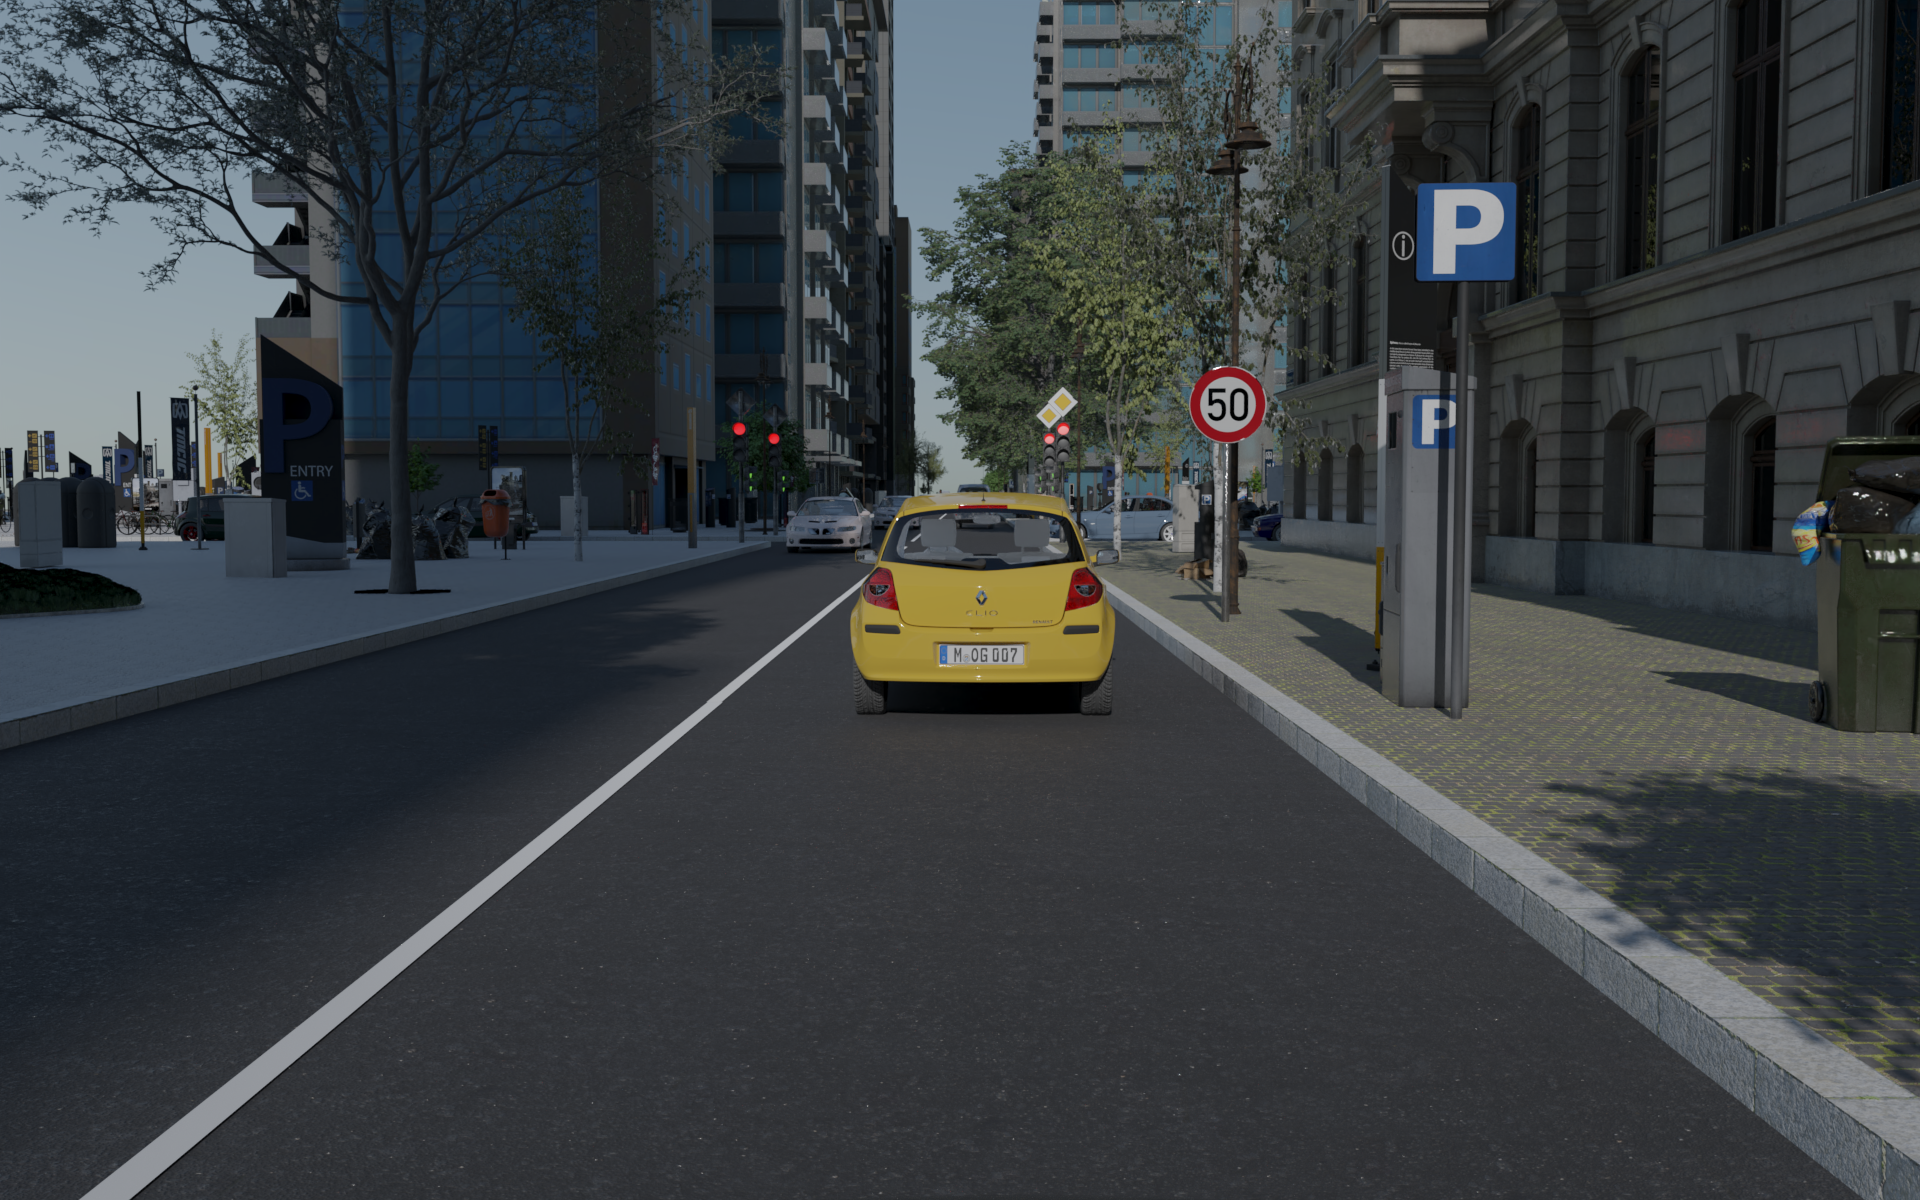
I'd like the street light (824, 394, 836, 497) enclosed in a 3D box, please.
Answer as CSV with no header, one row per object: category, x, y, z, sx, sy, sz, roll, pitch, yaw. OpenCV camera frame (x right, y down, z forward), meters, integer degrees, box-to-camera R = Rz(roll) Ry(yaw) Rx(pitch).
street light,-6.034,-6.575,80.290,0.468,5.910,1.993,0,4,0

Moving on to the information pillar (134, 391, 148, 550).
information pillar,-18.747,-2.953,39.644,0.183,3.616,0.504,-2,4,-24

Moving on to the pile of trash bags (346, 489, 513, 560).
pile of trash bags,-10.233,-1.493,34.160,3.447,1.369,1.912,2,4,26

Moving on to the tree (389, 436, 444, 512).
tree,-18.169,-3.883,58.095,1.663,3.219,1.824,0,3,0

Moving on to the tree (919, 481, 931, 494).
tree,-5.367,-15.878,254.201,1.663,3.219,1.824,0,3,0

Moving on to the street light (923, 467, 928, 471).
street light,-4.998,-16.306,239.387,0.468,5.910,1.993,0,4,0

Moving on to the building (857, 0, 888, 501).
building,-21.960,-35.611,171.480,28.713,52.752,27.495,0,4,0

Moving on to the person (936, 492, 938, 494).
person,-3.114,-14.208,241.516,0.721,1.736,1.217,2,4,33

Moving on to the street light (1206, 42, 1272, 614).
street light,2.920,-2.787,18.354,0.468,5.910,1.993,0,4,0

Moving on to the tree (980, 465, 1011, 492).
tree,4.281,-12.894,194.522,4.285,4.588,4.351,0,3,0

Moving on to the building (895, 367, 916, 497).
building,-20.724,-24.807,250.625,27.650,21.520,28.899,0,4,0

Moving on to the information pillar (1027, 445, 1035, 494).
information pillar,3.008,-5.020,73.435,0.183,3.616,0.504,2,4,35

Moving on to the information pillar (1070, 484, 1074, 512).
information pillar,8.064,-7.363,124.882,0.304,2.012,0.304,1,4,8

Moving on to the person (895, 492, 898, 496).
person,-7.715,-12.123,207.438,1.217,1.736,0.721,0,4,1

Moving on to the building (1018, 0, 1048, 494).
building,17.441,-53.379,185.411,22.319,86.520,31.000,0,4,0

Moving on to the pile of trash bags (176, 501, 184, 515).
pile of trash bags,-41.675,-4.883,89.592,3.447,1.369,1.912,1,4,10

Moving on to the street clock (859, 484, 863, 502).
street clock,-6.958,-7.157,121.588,0.358,2.002,0.471,1,4,10

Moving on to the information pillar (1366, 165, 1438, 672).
information pillar,3.229,-1.297,12.559,0.504,3.616,0.183,-2,4,-28

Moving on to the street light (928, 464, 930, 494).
street light,-4.828,-17.887,265.241,0.468,5.910,1.993,0,4,0

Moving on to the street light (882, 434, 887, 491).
street light,-5.631,-9.639,130.380,0.468,5.910,1.993,0,4,0

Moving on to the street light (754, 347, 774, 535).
street light,-6.147,-4.994,54.436,0.468,5.910,1.993,0,4,0

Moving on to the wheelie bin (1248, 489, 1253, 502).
wheelie bin,17.128,-5.885,104.125,0.980,1.594,0.693,-3,4,-38

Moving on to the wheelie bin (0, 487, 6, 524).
wheelie bin,-40.146,-3.920,71.992,0.693,1.594,0.980,2,4,32

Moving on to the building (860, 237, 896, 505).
building,-14.555,-25.773,193.092,14.160,30.474,14.107,0,4,0

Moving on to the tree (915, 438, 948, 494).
tree,-5.566,-21.557,286.871,8.767,10.594,7.601,3,4,36

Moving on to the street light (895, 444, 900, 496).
street light,-5.591,-11.220,156.235,0.468,5.910,1.993,0,4,0

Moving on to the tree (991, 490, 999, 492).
tree,4.411,-13.306,212.156,1.663,3.219,1.824,0,3,0

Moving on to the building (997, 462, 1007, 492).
building,12.944,-31.157,281.121,14.160,30.474,14.107,0,4,0

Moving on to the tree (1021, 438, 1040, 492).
tree,4.890,-11.071,131.372,4.360,8.622,3.978,0,3,0

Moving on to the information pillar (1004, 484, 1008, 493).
information pillar,3.185,-7.096,120.509,0.304,2.012,0.304,0,4,5

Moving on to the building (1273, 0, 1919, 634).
building,13.098,-12.640,25.743,14.460,24.649,34.723,0,4,0

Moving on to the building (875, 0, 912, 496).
building,-16.725,-48.060,224.031,20.563,71.187,20.611,0,4,0

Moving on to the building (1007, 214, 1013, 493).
building,13.746,-34.688,250.748,14.154,41.232,14.086,0,4,0

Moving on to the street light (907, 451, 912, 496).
street light,-5.331,-12.801,182.088,0.468,5.910,1.993,0,4,0

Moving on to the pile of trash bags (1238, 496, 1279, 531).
pile of trash bags,10.399,-3.159,61.405,1.912,1.369,3.447,-3,5,-40

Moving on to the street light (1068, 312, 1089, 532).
street light,3.036,-4.368,44.208,0.468,5.910,1.993,0,4,0

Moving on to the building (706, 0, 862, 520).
building,-18.085,-29.284,98.399,23.786,49.044,30.456,0,4,0

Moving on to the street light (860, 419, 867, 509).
street light,-5.934,-8.199,106.835,0.468,5.910,1.993,0,4,0

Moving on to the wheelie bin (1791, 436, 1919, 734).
wheelie bin,5.091,-0.094,9.442,0.980,1.594,0.693,1,4,14

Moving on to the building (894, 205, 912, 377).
building,-14.690,-37.998,271.371,14.600,45.320,14.200,0,4,0

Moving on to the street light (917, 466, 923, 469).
street light,-5.176,-14.725,213.533,0.468,5.910,1.993,0,4,0

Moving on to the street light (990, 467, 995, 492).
street light,4.261,-16.049,235.181,0.468,5.910,1.993,0,4,0

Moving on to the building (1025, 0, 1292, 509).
building,17.914,-32.800,155.881,23.786,49.044,30.456,0,4,0

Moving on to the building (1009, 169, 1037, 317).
building,17.471,-35.134,229.071,22.147,44.769,28.867,0,4,0

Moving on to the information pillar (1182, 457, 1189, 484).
information pillar,14.251,-7.211,109.262,0.504,3.616,0.183,3,4,37

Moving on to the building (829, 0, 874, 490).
building,-18.671,-29.905,143.574,22.147,44.769,28.867,0,4,0

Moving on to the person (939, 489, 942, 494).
person,-1.610,-8.214,142.827,0.705,1.821,1.348,2,4,29

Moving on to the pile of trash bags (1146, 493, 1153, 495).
pile of trash bags,13.518,-6.718,119.596,1.912,1.369,3.447,-1,4,-13

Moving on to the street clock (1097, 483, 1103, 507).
street clock,9.164,-6.655,113.386,0.358,2.002,0.471,3,4,39

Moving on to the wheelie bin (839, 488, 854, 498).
wheelie bin,-5.736,-4.868,87.493,0.693,1.594,0.980,0,4,2

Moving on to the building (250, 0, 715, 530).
building,-17.521,-25.473,66.598,14.600,45.320,14.200,0,4,0
